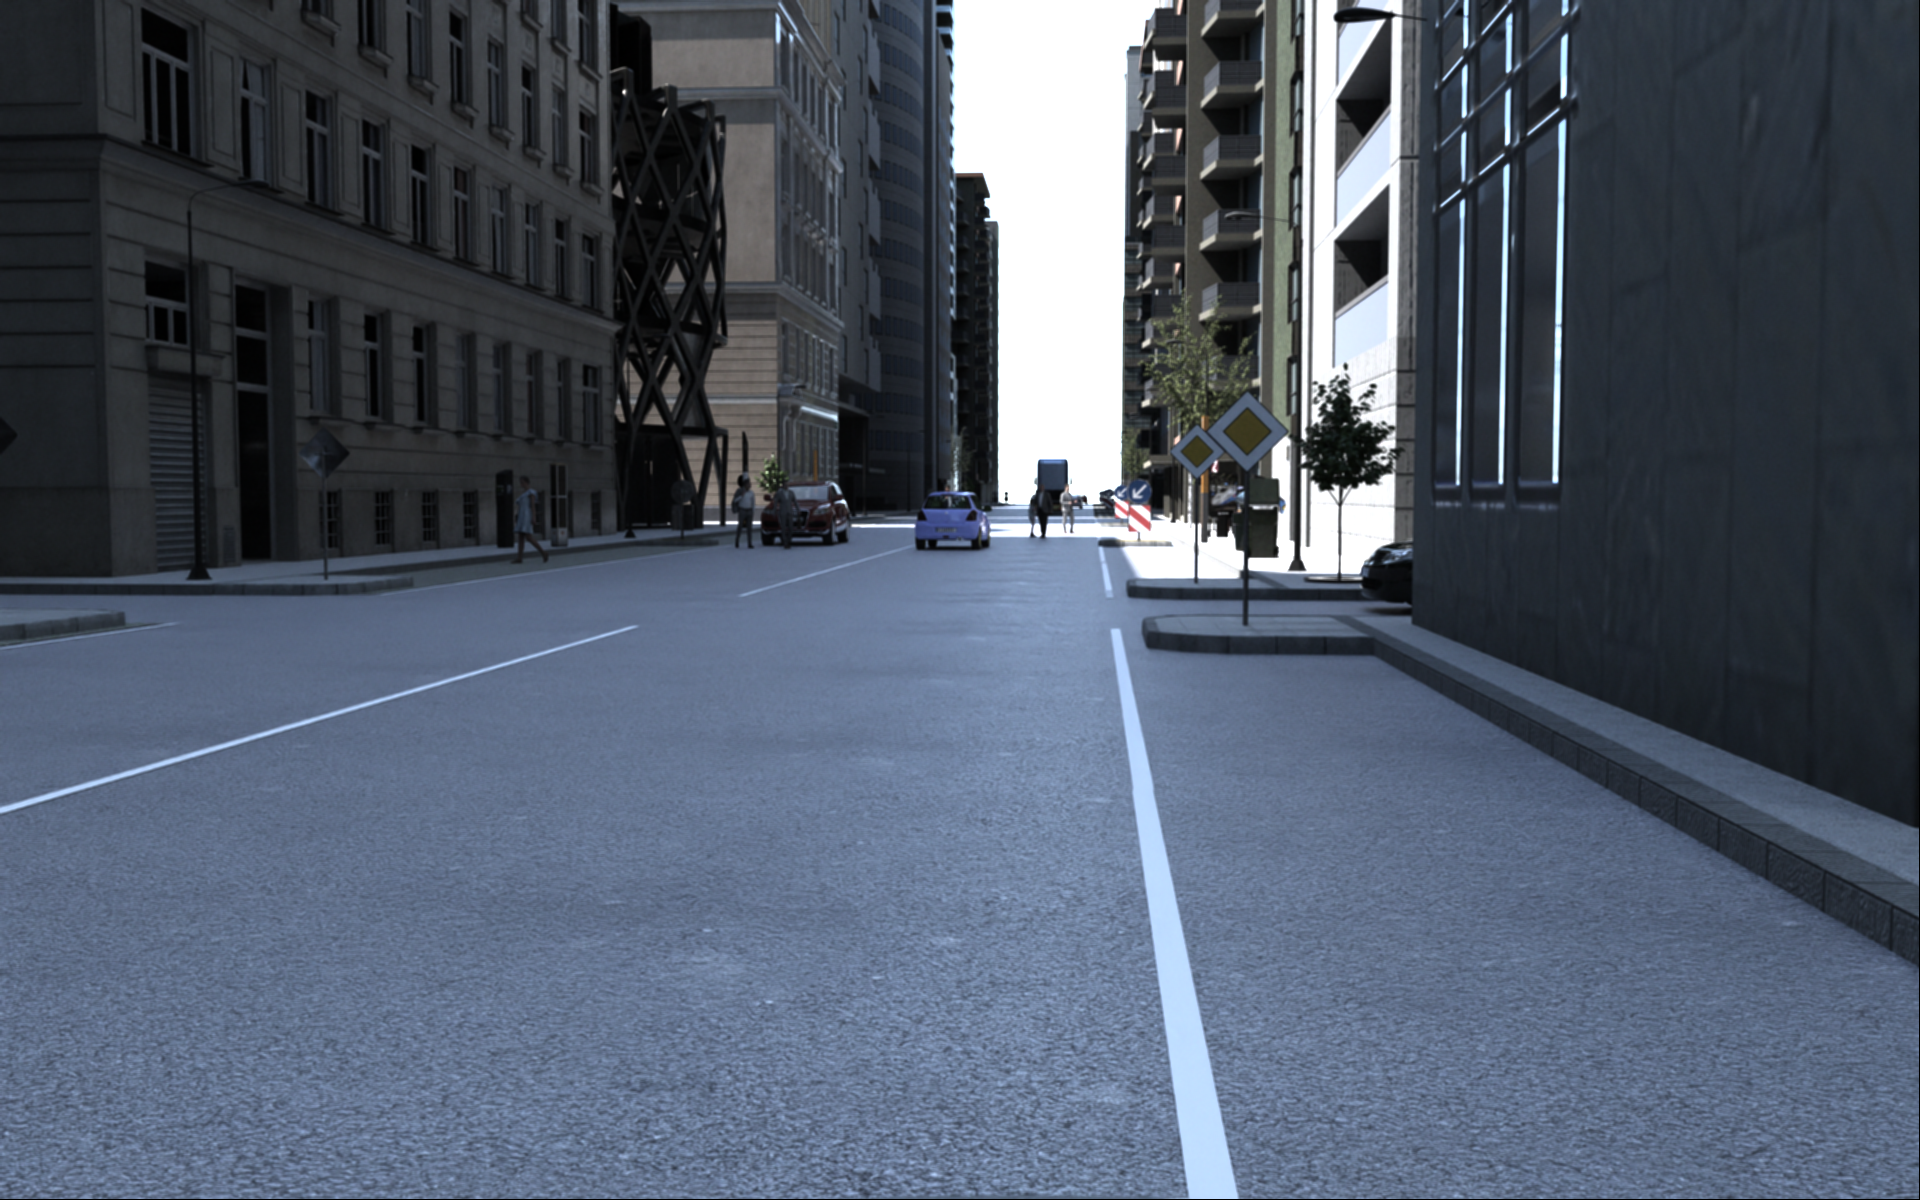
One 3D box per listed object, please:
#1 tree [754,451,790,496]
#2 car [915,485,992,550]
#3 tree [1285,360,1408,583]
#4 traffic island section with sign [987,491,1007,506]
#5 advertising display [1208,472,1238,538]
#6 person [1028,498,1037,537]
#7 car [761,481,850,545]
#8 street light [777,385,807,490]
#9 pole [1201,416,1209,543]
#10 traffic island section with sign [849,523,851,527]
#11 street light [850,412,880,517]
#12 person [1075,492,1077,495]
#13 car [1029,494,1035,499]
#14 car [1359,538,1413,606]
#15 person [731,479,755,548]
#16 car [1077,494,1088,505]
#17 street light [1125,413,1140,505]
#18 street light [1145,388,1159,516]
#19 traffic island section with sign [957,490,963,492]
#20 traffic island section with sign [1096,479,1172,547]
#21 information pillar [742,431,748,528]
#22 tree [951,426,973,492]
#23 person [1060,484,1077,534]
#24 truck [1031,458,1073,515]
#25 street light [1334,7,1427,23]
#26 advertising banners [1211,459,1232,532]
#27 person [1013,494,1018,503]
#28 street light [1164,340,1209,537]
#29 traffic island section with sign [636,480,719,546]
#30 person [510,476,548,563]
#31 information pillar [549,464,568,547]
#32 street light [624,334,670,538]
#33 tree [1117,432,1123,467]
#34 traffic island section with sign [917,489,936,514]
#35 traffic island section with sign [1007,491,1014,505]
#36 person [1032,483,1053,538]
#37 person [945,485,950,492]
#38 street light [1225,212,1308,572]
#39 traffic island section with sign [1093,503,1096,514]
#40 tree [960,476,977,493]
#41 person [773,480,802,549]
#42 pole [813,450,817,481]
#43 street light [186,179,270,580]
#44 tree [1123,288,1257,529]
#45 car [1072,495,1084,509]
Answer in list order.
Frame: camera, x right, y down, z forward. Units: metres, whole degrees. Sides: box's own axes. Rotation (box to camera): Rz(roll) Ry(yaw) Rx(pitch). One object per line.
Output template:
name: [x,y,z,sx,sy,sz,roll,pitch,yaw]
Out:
tree: [-8.491,-5.095,77.912,1.663,3.219,1.824,0,3,0]
car: [-0.156,-2.220,45.896,1.945,1.707,3.694,0,4,6]
tree: [5.544,-1.869,25.152,1.663,3.219,1.824,0,3,0]
traffic island section with sign: [4.299,-12.185,207.844,1.989,1.847,2.006,0,4,4]
advertising display: [7.746,-2.806,51.091,0.974,1.923,0.123,-2,4,-24]
person: [2.441,-2.759,57.883,0.394,1.301,0.425,-3,5,-40]
car: [-4.421,-2.530,50.036,2.281,1.827,5.304,0,4,3]
street light: [-7.235,-6.209,74.051,1.470,5.913,1.316,0,4,4]
pole: [6.403,-3.146,45.278,0.158,3.312,0.155,0,3,0]
traffic island section with sign: [-5.764,-4.064,75.068,1.989,1.847,2.006,0,4,4]
street light: [-5.478,-7.654,97.681,1.470,5.913,1.316,0,4,4]
person: [16.631,-14.468,245.855,0.445,1.727,0.742,3,5,42]
car: [9.636,-12.631,215.561,2.155,1.783,4.494,0,4,4]
car: [7.005,-0.683,20.959,4.222,1.686,2.009,0,4,4]
person: [-5.749,-2.288,46.005,0.679,1.850,0.850,-2,4,-33]
car: [16.719,-14.066,239.021,2.155,1.783,4.494,0,4,2]
street light: [10.418,-7.765,99.492,1.470,5.913,1.316,0,4,4]
street light: [8.813,-6.320,75.872,1.470,5.913,1.316,0,4,4]
traffic island section with sign: [0.048,-8.762,151.878,1.989,1.847,2.006,0,4,4]
traffic island section with sign: [4.817,-2.393,47.746,1.989,1.847,2.006,0,4,4]
information pillar: [-8.056,-4.506,65.022,0.183,3.616,0.504,1,4,8]
tree: [-0.443,-13.915,177.865,4.360,8.622,3.978,0,3,0]
person: [3.945,-3.294,62.554,0.583,1.804,0.606,3,5,42]
truck: [6.575,-8.240,124.475,2.967,4.110,18.799,0,4,4]
street light: [4.270,-2.699,16.675,1.470,5.913,1.316,0,4,4]
advertising banners: [9.052,-3.832,58.838,0.090,3.025,2.074,-1,4,-23]
person: [7.814,-14.531,249.307,0.991,1.433,0.599,-1,4,-10]
street light: [6.902,-4.877,52.275,1.470,5.913,1.316,0,4,4]
traffic island section with sign: [-7.798,-2.420,48.189,1.989,1.847,2.006,0,4,4]
person: [-8.938,-1.663,35.784,0.778,1.811,0.616,-2,4,-29]
information pillar: [-9.772,-2.306,42.191,0.304,2.012,0.304,3,5,43]
street light: [-9.113,-4.765,50.452,1.470,5.913,1.316,0,4,4]
tree: [18.408,-14.243,183.230,4.737,8.622,4.395,0,3,0]
traffic island section with sign: [-2.029,-7.080,124.382,1.989,1.847,2.006,0,4,4]
traffic island section with sign: [6.350,-13.836,234.840,1.989,1.847,2.006,0,4,4]
person: [2.676,-2.916,56.568,0.661,1.777,0.834,1,4,12]
person: [-0.451,-3.385,64.186,0.721,1.781,0.623,3,5,42]
street light: [5.067,-3.433,28.672,1.470,5.913,1.316,0,4,4]
traffic island section with sign: [6.857,-4.037,74.634,1.989,1.847,2.006,0,4,4]
tree: [0.986,-12.009,190.953,1.663,3.219,1.824,0,3,0]
person: [-4.532,-2.249,45.384,0.709,1.813,0.853,-2,4,-27]
pole: [-6.729,-5.306,80.603,0.158,3.312,0.155,0,3,0]
street light: [-10.885,-3.256,25.772,1.470,5.913,1.316,0,4,4]
tree: [8.645,-6.886,62.956,4.737,8.622,4.395,0,3,0]
car: [11.008,-9.556,168.609,2.083,1.381,4.827,0,4,5]
